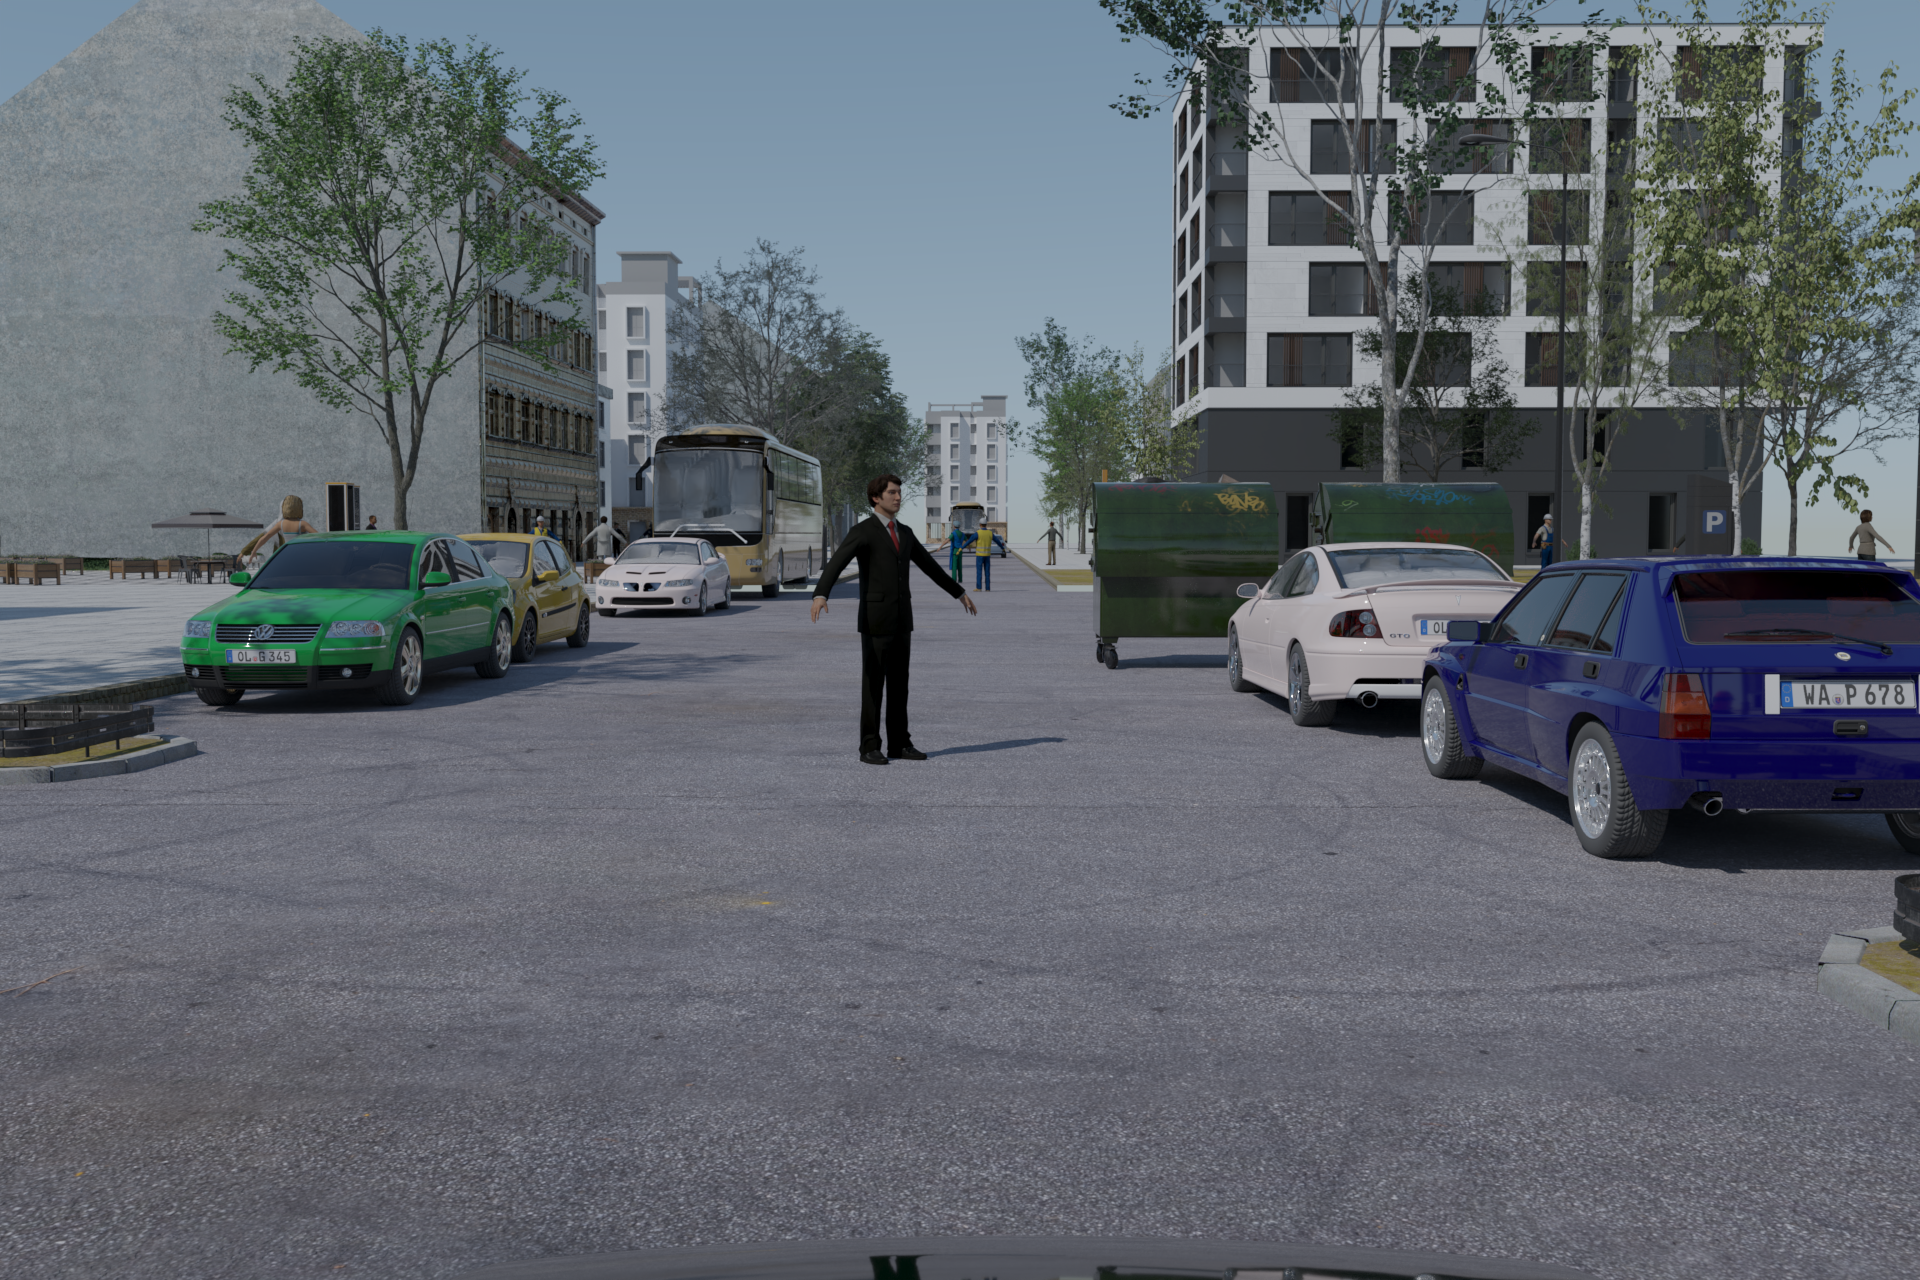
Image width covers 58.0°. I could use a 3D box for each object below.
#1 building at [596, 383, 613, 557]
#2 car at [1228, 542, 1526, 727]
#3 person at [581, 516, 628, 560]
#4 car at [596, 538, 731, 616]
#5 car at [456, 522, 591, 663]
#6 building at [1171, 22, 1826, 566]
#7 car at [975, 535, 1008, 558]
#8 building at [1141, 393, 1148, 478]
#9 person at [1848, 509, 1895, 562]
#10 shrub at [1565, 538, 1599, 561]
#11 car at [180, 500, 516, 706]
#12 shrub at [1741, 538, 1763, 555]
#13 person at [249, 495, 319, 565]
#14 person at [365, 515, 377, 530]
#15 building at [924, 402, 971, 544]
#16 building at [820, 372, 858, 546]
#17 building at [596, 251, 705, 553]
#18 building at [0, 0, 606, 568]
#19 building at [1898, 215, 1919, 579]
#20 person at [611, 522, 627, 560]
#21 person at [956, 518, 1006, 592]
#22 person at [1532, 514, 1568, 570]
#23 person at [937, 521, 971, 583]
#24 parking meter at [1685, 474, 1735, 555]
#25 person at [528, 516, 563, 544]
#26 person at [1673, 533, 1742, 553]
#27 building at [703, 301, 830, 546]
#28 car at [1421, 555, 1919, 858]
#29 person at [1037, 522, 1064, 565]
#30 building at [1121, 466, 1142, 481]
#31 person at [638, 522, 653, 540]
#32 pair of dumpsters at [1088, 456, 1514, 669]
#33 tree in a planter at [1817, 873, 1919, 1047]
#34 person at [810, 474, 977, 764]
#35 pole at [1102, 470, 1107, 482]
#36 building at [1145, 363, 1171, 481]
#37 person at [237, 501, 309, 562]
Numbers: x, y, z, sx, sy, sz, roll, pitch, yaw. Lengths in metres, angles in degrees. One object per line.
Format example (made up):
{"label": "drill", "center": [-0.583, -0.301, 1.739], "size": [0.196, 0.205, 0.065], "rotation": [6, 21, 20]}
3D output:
{"label": "building", "center": [-24.614, -9.679, 100.397], "size": [9.099, 9.664, 28.070], "rotation": [0, 4, 1]}
{"label": "car", "center": [3.412, -0.118, 14.286], "size": [2.083, 1.381, 4.827], "rotation": [0, 4, 0]}
{"label": "person", "center": [-10.242, -2.674, 49.911], "size": [1.347, 1.806, 0.705], "rotation": [0, 4, -5]}
{"label": "car", "center": [-5.351, -1.182, 31.694], "size": [2.083, 1.381, 4.827], "rotation": [0, 4, 1]}
{"label": "car", "center": [-5.609, -0.630, 20.532], "size": [2.015, 1.641, 3.980], "rotation": [0, 4, 1]}
{"label": "building", "center": [24.204, -14.804, 86.023], "size": [27.936, 21.610, 32.646], "rotation": [0, 4, 1]}
{"label": "car", "center": [1.893, -5.652, 104.407], "size": [2.014, 1.417, 4.499], "rotation": [0, 4, 0]}
{"label": "building", "center": [29.843, -21.831, 187.862], "size": [19.493, 23.208, 18.063], "rotation": [0, 4, 1]}
{"label": "person", "center": [16.918, -1.556, 32.203], "size": [0.721, 1.744, 1.215], "rotation": [-1, 4, -9]}
{"label": "shrub", "center": [19.849, -2.704, 55.321], "size": [1.383, 1.207, 1.383], "rotation": [0, 3, 0]}
{"label": "car", "center": [-5.442, -0.434, 15.885], "size": [1.959, 1.807, 4.718], "rotation": [0, 4, 1]}
{"label": "shrub", "center": [25.765, -2.786, 56.668], "size": [1.383, 1.207, 1.383], "rotation": [0, 3, 0]}
{"label": "person", "center": [-8.013, -0.877, 20.956], "size": [1.214, 1.753, 0.721], "rotation": [0, 4, 1]}
{"label": "person", "center": [-16.222, -2.552, 47.948], "size": [0.704, 1.802, 1.346], "rotation": [0, 4, 4]}
{"label": "building", "center": [-4.573, -23.305, 239.916], "size": [11.380, 20.090, 16.016], "rotation": [0, 4, 1]}
{"label": "building", "center": [-21.703, -20.726, 205.327], "size": [16.747, 18.905, 31.486], "rotation": [0, 4, 1]}
{"label": "building", "center": [-24.350, -15.954, 117.262], "size": [16.016, 20.090, 11.380], "rotation": [0, 4, 1]}
{"label": "building", "center": [-26.759, -14.831, 73.415], "size": [19.493, 23.208, 18.063], "rotation": [0, 4, 2]}
{"label": "building", "center": [30.292, -15.422, 31.742], "size": [16.754, 29.471, 25.880], "rotation": [0, 4, 1]}
{"label": "person", "center": [-15.874, -4.526, 79.936], "size": [1.347, 1.837, 0.705], "rotation": [2, 4, 26]}
{"label": "person", "center": [0.567, -2.124, 43.160], "size": [1.349, 1.833, 0.705], "rotation": [-1, 4, -22]}
{"label": "person", "center": [16.759, -2.660, 49.349], "size": [1.347, 1.847, 0.705], "rotation": [-2, 4, -28]}
{"label": "person", "center": [-0.122, -2.561, 50.451], "size": [1.347, 1.817, 0.704], "rotation": [-3, 5, -44]}
{"label": "parking meter", "center": [7.307, -0.684, 16.900], "size": [0.399, 1.863, 0.255], "rotation": [0, 4, 1]}
{"label": "person", "center": [-11.419, -2.494, 47.244], "size": [1.216, 1.772, 0.721], "rotation": [-1, 4, -19]}
{"label": "person", "center": [15.116, -1.776, 35.098], "size": [1.348, 1.821, 0.705], "rotation": [3, 5, 41]}
{"label": "building", "center": [-23.137, -20.833, 171.553], "size": [19.493, 23.208, 18.063], "rotation": [0, 4, 1]}
{"label": "car", "center": [3.645, 0.219, 9.005], "size": [1.945, 1.354, 3.894], "rotation": [0, 4, 0]}
{"label": "person", "center": [3.757, -3.968, 71.149], "size": [1.348, 1.796, 0.705], "rotation": [-2, 4, -33]}
{"label": "building", "center": [25.548, -16.693, 215.081], "size": [9.099, 9.664, 28.070], "rotation": [0, 4, 1]}
{"label": "person", "center": [-14.138, -4.513, 79.569], "size": [1.354, 1.856, 0.705], "rotation": [-1, 4, -12]}
{"label": "pair of dumpsters", "center": [3.608, -0.847, 18.794], "size": [4.436, 2.255, 1.574], "rotation": [0, 4, 1]}
{"label": "tree in a planter", "center": [3.673, -0.471, 4.928], "size": [1.991, 3.239, 1.994], "rotation": [0, 4, 1]}
{"label": "person", "center": [-0.447, -0.139, 10.914], "size": [1.347, 1.806, 0.705], "rotation": [-3, 5, -43]}
{"label": "pole", "center": [4.591, -3.742, 55.026], "size": [0.158, 3.312, 0.155], "rotation": [0, 3, 0]}
{"label": "building", "center": [28.429, -20.697, 169.325], "size": [19.493, 23.208, 18.063], "rotation": [0, 4, 1]}
{"label": "person", "center": [-8.874, -0.982, 22.827], "size": [1.217, 1.736, 0.721], "rotation": [-2, 4, -33]}
